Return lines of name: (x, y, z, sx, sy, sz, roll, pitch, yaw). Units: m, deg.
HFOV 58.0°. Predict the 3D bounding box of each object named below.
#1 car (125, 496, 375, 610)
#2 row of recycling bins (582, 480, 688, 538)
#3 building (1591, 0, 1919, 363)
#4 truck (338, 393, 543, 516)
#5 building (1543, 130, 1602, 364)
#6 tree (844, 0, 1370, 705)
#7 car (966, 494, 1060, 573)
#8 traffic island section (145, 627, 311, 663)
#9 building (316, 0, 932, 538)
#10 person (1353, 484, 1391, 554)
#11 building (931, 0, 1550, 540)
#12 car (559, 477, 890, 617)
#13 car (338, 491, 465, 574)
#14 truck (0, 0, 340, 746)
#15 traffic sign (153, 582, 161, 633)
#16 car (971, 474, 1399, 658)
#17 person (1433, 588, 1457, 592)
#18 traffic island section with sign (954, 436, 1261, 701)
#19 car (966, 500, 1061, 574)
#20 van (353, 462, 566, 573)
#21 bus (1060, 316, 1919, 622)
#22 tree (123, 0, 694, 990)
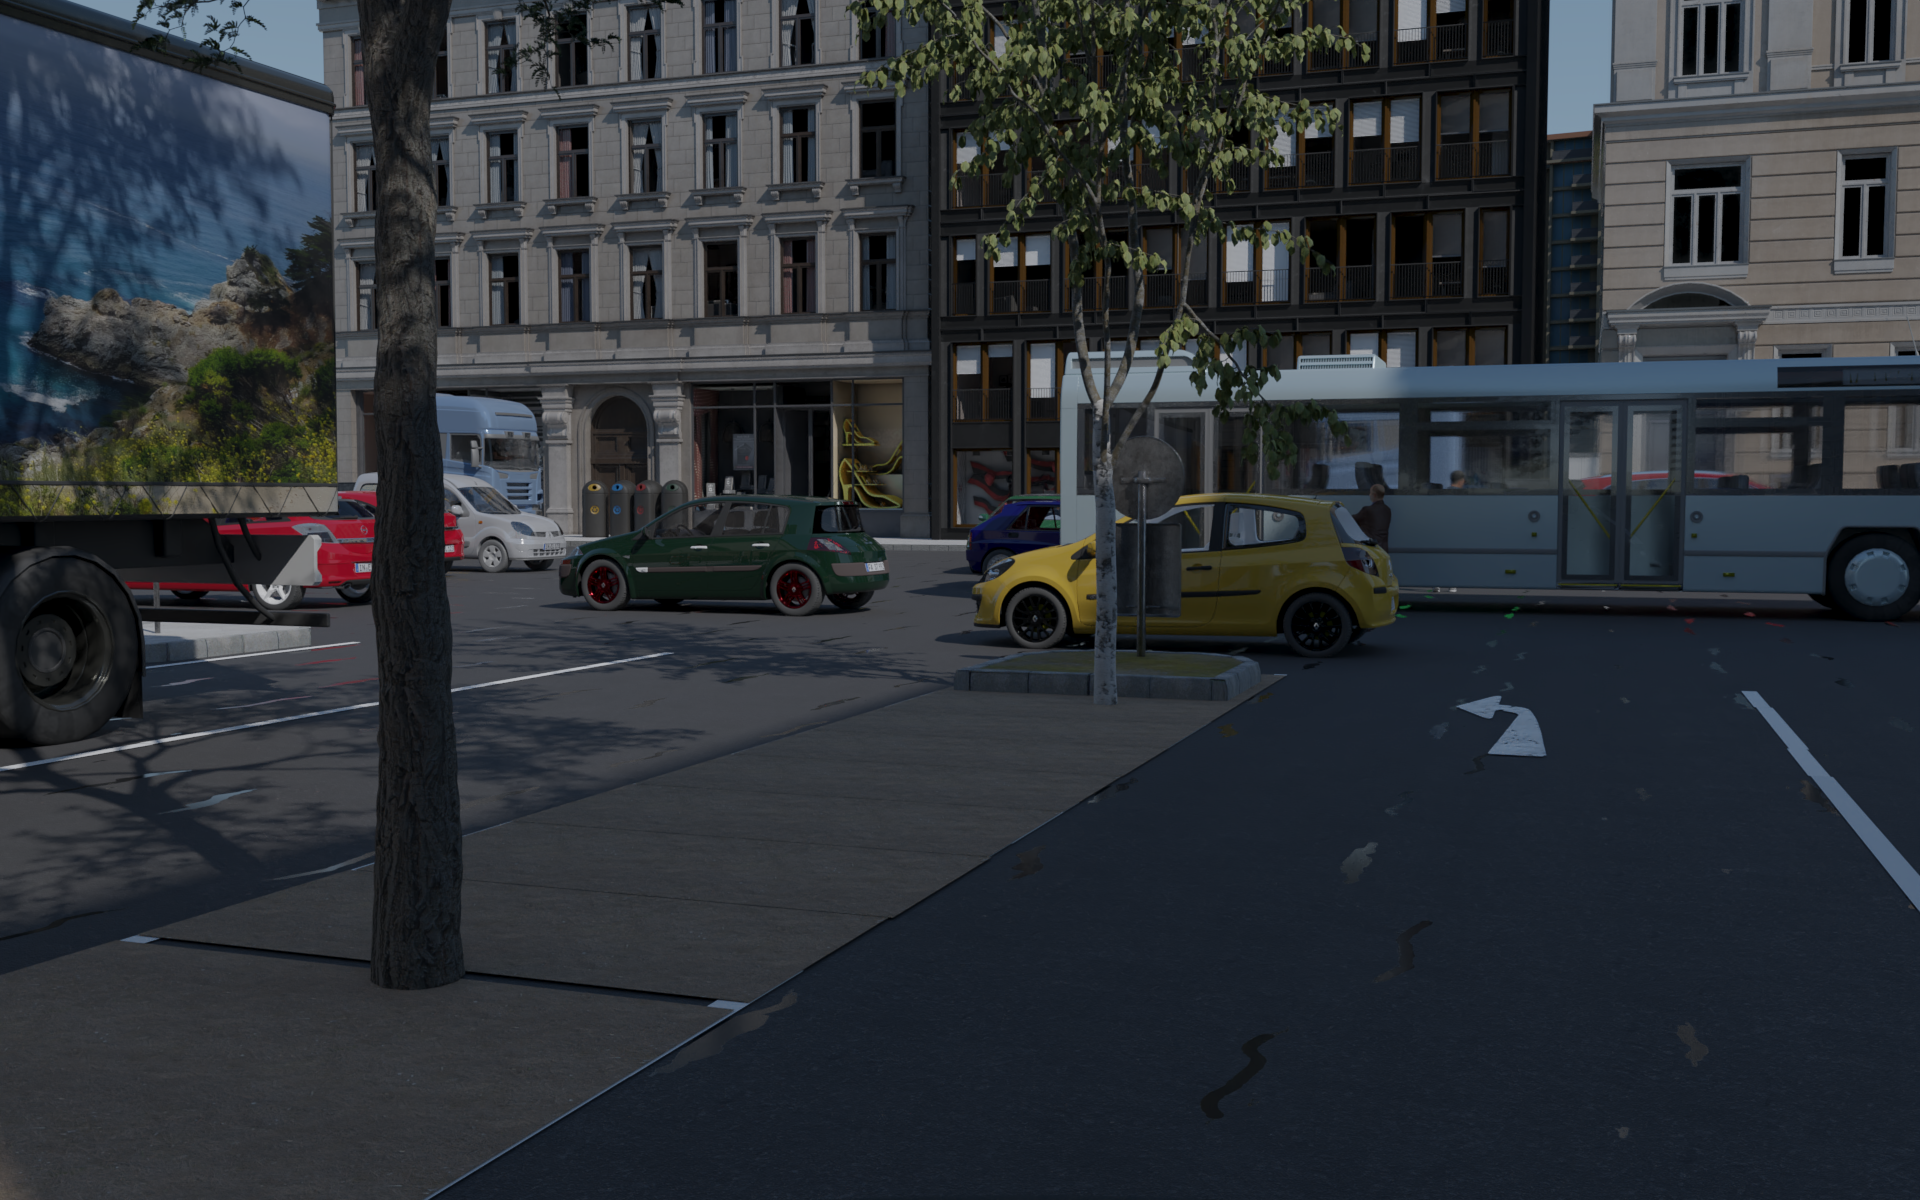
car: (-9.565, -0.828, 22.586, 4.494, 1.783, 2.155, 1, 4, 18)
row of recycling bins: (-9.532, -2.673, 50.823, 3.534, 1.692, 1.069, 1, 4, 22)
building: (27.283, -15.876, 45.477, 20.117, 28.700, 13.634, 1, 4, 20)
truck: (-19.602, -3.552, 47.833, 18.799, 4.110, 2.967, 1, 4, 20)
building: (80.573, -33.357, 200.005, 28.867, 44.769, 22.147, 1, 4, 20)
tree: (0.945, -3.575, 11.263, 4.737, 8.622, 4.395, 0, 3, 0)
car: (1.549, -1.269, 32.545, 2.131, 1.459, 4.920, 1, 4, 19)
traffic island section: (-7.414, 0.387, 15.961, 2.009, 0.180, 2.903, 1, 4, 20)
building: (-18.040, -12.812, 60.393, 40.483, 20.767, 10.553, 1, 4, 20)
person: (4.841, -0.591, 20.425, 0.482, 1.546, 0.388, -2, 4, -33)
building: (8.729, -13.522, 50.758, 15.834, 23.373, 12.332, 1, 4, 20)
car: (-2.926, -0.715, 21.475, 4.222, 1.686, 2.009, 1, 4, 21)
car: (-10.794, -1.278, 29.929, 4.494, 1.783, 2.155, 1, 4, 19)
truck: (-7.301, -1.113, 7.108, 2.839, 4.237, 11.283, 1, 4, 20)
traffic sign: (-7.389, -0.749, 15.891, 0.795, 2.450, 0.064, 1, 4, 20)
car: (2.081, -0.373, 16.325, 3.980, 1.641, 2.015, 1, 4, 20)
person: (7.190, -1.009, 25.341, 0.623, 1.781, 0.721, 1, 4, 15)
traffic island section with sign: (1.229, -0.304, 13.109, 2.006, 1.907, 1.989, 1, 4, 20)
car: (2.131, -0.844, 26.381, 3.894, 1.354, 1.945, 1, 4, 22)
van: (-9.443, -1.565, 32.603, 4.112, 2.044, 2.013, 1, 4, 20)
bus: (7.954, -1.617, 21.294, 13.247, 3.499, 2.948, 1, 4, 19)
tree: (-1.459, -4.173, 5.106, 8.767, 10.594, 7.601, 1, 4, 20)
